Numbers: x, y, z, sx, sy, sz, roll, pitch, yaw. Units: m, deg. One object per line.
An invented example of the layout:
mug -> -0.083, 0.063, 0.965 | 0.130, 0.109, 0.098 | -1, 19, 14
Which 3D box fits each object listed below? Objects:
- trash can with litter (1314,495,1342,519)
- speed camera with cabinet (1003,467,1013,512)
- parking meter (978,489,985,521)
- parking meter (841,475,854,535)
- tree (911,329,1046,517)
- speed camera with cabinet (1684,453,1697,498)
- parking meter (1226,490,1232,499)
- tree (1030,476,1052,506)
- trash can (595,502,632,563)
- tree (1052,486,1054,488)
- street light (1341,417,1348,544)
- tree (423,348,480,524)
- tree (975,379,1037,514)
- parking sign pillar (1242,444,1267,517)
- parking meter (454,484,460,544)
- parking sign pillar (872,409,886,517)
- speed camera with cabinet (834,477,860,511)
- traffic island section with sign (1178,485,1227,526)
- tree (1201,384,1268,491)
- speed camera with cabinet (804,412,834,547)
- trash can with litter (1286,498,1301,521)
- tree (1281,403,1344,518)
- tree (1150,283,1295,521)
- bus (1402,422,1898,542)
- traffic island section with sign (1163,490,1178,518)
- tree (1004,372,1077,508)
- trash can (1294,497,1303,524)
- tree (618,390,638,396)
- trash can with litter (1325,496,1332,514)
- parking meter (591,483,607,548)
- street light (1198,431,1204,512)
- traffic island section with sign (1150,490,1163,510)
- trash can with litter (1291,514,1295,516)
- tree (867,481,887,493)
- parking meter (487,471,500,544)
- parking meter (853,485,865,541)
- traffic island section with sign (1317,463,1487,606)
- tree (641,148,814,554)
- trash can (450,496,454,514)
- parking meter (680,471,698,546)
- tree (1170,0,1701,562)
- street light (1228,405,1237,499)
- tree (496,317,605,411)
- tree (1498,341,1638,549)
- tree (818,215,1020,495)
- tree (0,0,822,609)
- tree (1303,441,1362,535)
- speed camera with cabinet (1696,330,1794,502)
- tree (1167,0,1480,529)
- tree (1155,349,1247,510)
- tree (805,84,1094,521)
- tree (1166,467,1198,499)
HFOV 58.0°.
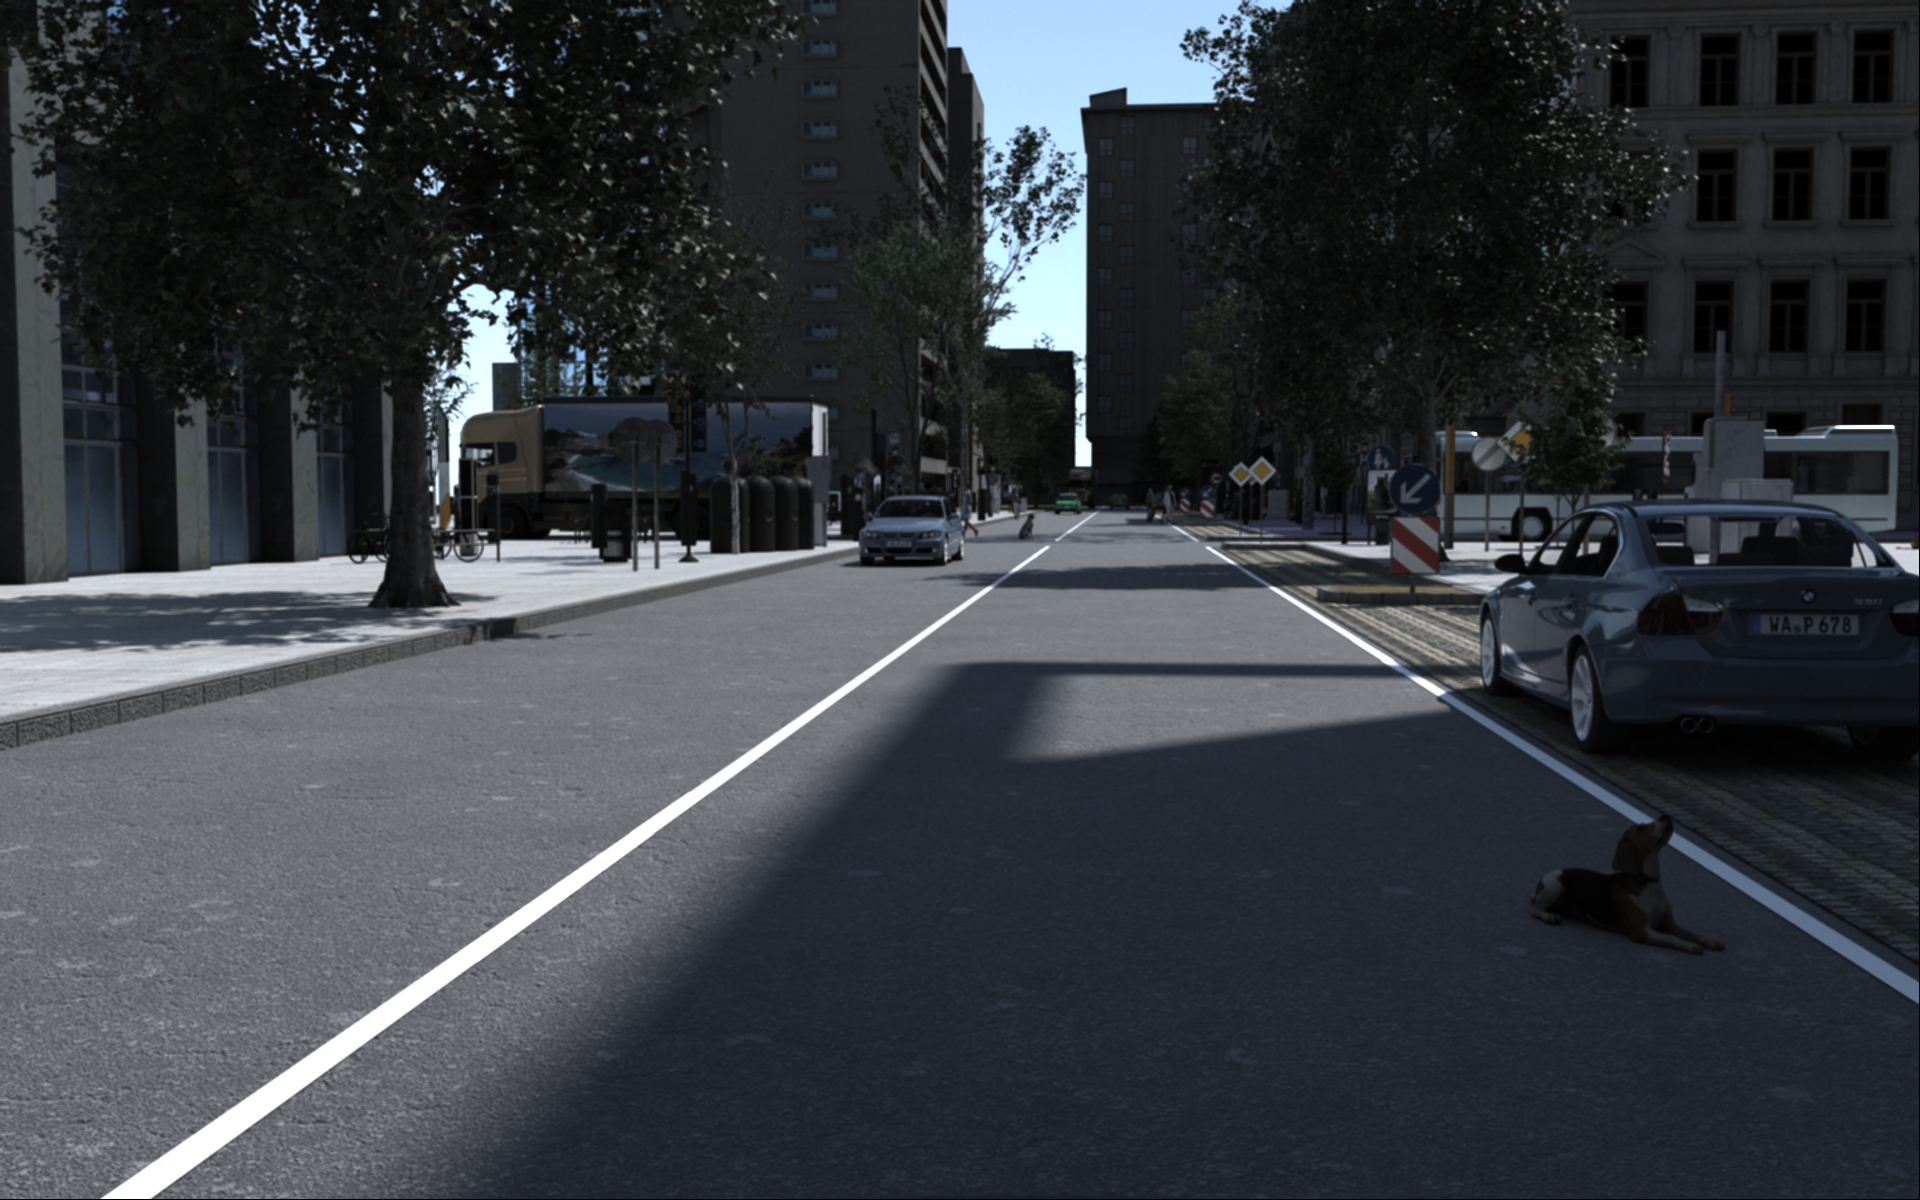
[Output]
trash can with litter -> 18.647, -4.758, 88.855 | 2.233, 1.210, 1.678 | 1, 4, 19
speed camera with cabinet -> 2.803, -8.000, 125.129 | 2.038, 3.252, 0.660 | 1, 4, 9
parking meter -> 1.044, -4.604, 83.692 | 0.372, 1.533, 0.369 | 0, 3, 0
parking meter -> -3.489, -2.940, 53.774 | 0.255, 1.863, 0.399 | 3, 5, 44
tree -> 1.404, -9.978, 97.546 | 7.601, 10.594, 8.767 | 2, 4, 26
speed camera with cabinet -> 15.942, -2.617, 37.124 | 0.660, 3.252, 2.038 | 1, 4, 17
parking meter -> 16.179, -5.862, 104.261 | 0.372, 1.533, 0.369 | 0, 3, 0
tree -> 7.740, -10.718, 169.846 | 1.663, 3.219, 1.824 | 0, 3, 0
trash can -> -6.494, -1.283, 32.631 | 0.748, 1.137, 0.748 | 0, 3, 0
tree -> 9.523, -12.134, 192.985 | 1.663, 3.219, 1.824 | 0, 3, 0
street light -> 9.864, -4.372, 44.268 | 0.468, 5.910, 1.993 | 0, 4, 5
tree -> -22.724, -7.556, 73.904 | 4.360, 8.622, 3.978 | 0, 3, 0
tree -> 2.530, -9.739, 109.600 | 4.737, 8.622, 4.395 | 0, 3, 0
parking sign pillar -> 16.422, -6.619, 96.694 | 1.447, 3.967, 1.447 | -1, 4, -16
parking meter -> -12.855, -2.218, 44.669 | 0.372, 1.533, 0.369 | 0, 3, 0
parking sign pillar -> -2.615, -4.106, 55.600 | 1.447, 3.967, 1.447 | 0, 4, -2
speed camera with cabinet -> -7.236, -6.939, 107.787 | 2.038, 3.252, 0.660 | 1, 4, 18
traffic island section with sign -> 10.957, -4.231, 77.810 | 1.989, 1.847, 2.006 | 0, 4, 5
tree -> 17.160, -9.759, 109.918 | 4.737, 8.622, 4.395 | 0, 3, 0
speed camera with cabinet -> -3.571, -2.953, 42.614 | 0.660, 3.252, 2.038 | -1, 4, -9
trash can with litter -> 16.000, -4.314, 81.927 | 1.055, 1.170, 0.624 | -2, 4, -28
tree -> 19.510, -8.768, 93.719 | 4.737, 8.622, 4.395 | 0, 3, 0
tree -> 14.002, -9.677, 83.977 | 9.928, 11.665, 9.643 | 0, 3, 0
bus -> 18.487, -3.250, 48.001 | 13.247, 3.499, 2.948 | 0, 4, 6
traffic island section with sign -> 13.517, -5.901, 105.105 | 1.989, 1.847, 2.006 | 0, 4, 5
tree -> 7.404, -14.851, 160.935 | 7.486, 12.596, 7.792 | 0, 3, 0
trash can -> 14.518, -3.775, 73.374 | 0.748, 1.137, 0.748 | 0, 3, 0
tree -> -22.062, -9.920, 112.560 | 4.737, 8.622, 4.395 | 0, 3, 0
trash can with litter -> 23.248, -5.978, 109.129 | 0.624, 1.170, 1.055 | 1, 4, 17
parking meter -> -8.567, -2.000, 41.113 | 0.372, 1.533, 0.369 | 0, 3, 0
street light -> 17.639, -9.453, 127.344 | 0.468, 5.910, 1.993 | 0, 4, 5
traffic island section with sign -> 18.173, -8.930, 154.629 | 1.989, 1.847, 2.006 | 0, 4, 5
trash can with litter -> 19.271, -5.348, 98.499 | 1.678, 1.210, 2.233 | -1, 4, -18
tree -> -5.760, -7.523, 117.597 | 1.663, 3.219, 1.824 | 0, 3, 0
parking meter -> -11.858, -2.344, 44.028 | 0.255, 1.863, 0.399 | 0, 4, -4
parking meter -> -2.723, -2.365, 47.076 | 0.372, 1.533, 0.369 | 0, 3, 0
traffic island section with sign -> 5.833, -0.887, 23.131 | 1.989, 1.847, 2.006 | 0, 4, 5
tree -> -4.918, -5.269, 36.504 | 4.360, 8.622, 3.978 | 0, 3, 0
trash can -> -31.486, -5.883, 107.833 | 0.748, 1.137, 0.748 | 0, 3, 0
parking meter -> -6.728, -2.283, 43.033 | 0.399, 1.863, 0.255 | -1, 4, -16
tree -> 8.861, -7.083, 32.811 | 9.611, 12.733, 9.660 | 0, 3, 0
street light -> 14.224, -7.178, 90.153 | 0.468, 5.910, 1.993 | 0, 4, 5
tree -> -16.249, -7.213, 68.293 | 4.737, 8.622, 4.395 | 0, 3, 0
tree -> 7.899, -1.675, 21.982 | 1.663, 3.219, 1.824 | 0, 3, 0
tree -> -1.623, -8.529, 65.206 | 9.928, 11.665, 9.643 | 0, 3, 0
tree -> -6.392, -6.277, 19.639 | 9.611, 12.733, 9.660 | 0, 3, 0
tree -> 11.957, -3.678, 54.729 | 1.663, 3.219, 1.824 | 0, 3, 0
speed camera with cabinet -> 9.249, -1.591, 20.342 | 0.660, 3.252, 2.038 | 1, 4, 12
tree -> 13.756, -12.698, 63.495 | 12.611, 20.169, 13.585 | 0, 3, 0
tree -> 18.946, -13.313, 135.797 | 7.486, 12.596, 7.792 | 0, 3, 0
tree -> -1.221, -13.845, 82.252 | 12.611, 20.169, 13.585 | 0, 3, 0
tree -> 21.813, -11.303, 168.517 | 4.285, 4.588, 4.351 | 0, 3, 0
